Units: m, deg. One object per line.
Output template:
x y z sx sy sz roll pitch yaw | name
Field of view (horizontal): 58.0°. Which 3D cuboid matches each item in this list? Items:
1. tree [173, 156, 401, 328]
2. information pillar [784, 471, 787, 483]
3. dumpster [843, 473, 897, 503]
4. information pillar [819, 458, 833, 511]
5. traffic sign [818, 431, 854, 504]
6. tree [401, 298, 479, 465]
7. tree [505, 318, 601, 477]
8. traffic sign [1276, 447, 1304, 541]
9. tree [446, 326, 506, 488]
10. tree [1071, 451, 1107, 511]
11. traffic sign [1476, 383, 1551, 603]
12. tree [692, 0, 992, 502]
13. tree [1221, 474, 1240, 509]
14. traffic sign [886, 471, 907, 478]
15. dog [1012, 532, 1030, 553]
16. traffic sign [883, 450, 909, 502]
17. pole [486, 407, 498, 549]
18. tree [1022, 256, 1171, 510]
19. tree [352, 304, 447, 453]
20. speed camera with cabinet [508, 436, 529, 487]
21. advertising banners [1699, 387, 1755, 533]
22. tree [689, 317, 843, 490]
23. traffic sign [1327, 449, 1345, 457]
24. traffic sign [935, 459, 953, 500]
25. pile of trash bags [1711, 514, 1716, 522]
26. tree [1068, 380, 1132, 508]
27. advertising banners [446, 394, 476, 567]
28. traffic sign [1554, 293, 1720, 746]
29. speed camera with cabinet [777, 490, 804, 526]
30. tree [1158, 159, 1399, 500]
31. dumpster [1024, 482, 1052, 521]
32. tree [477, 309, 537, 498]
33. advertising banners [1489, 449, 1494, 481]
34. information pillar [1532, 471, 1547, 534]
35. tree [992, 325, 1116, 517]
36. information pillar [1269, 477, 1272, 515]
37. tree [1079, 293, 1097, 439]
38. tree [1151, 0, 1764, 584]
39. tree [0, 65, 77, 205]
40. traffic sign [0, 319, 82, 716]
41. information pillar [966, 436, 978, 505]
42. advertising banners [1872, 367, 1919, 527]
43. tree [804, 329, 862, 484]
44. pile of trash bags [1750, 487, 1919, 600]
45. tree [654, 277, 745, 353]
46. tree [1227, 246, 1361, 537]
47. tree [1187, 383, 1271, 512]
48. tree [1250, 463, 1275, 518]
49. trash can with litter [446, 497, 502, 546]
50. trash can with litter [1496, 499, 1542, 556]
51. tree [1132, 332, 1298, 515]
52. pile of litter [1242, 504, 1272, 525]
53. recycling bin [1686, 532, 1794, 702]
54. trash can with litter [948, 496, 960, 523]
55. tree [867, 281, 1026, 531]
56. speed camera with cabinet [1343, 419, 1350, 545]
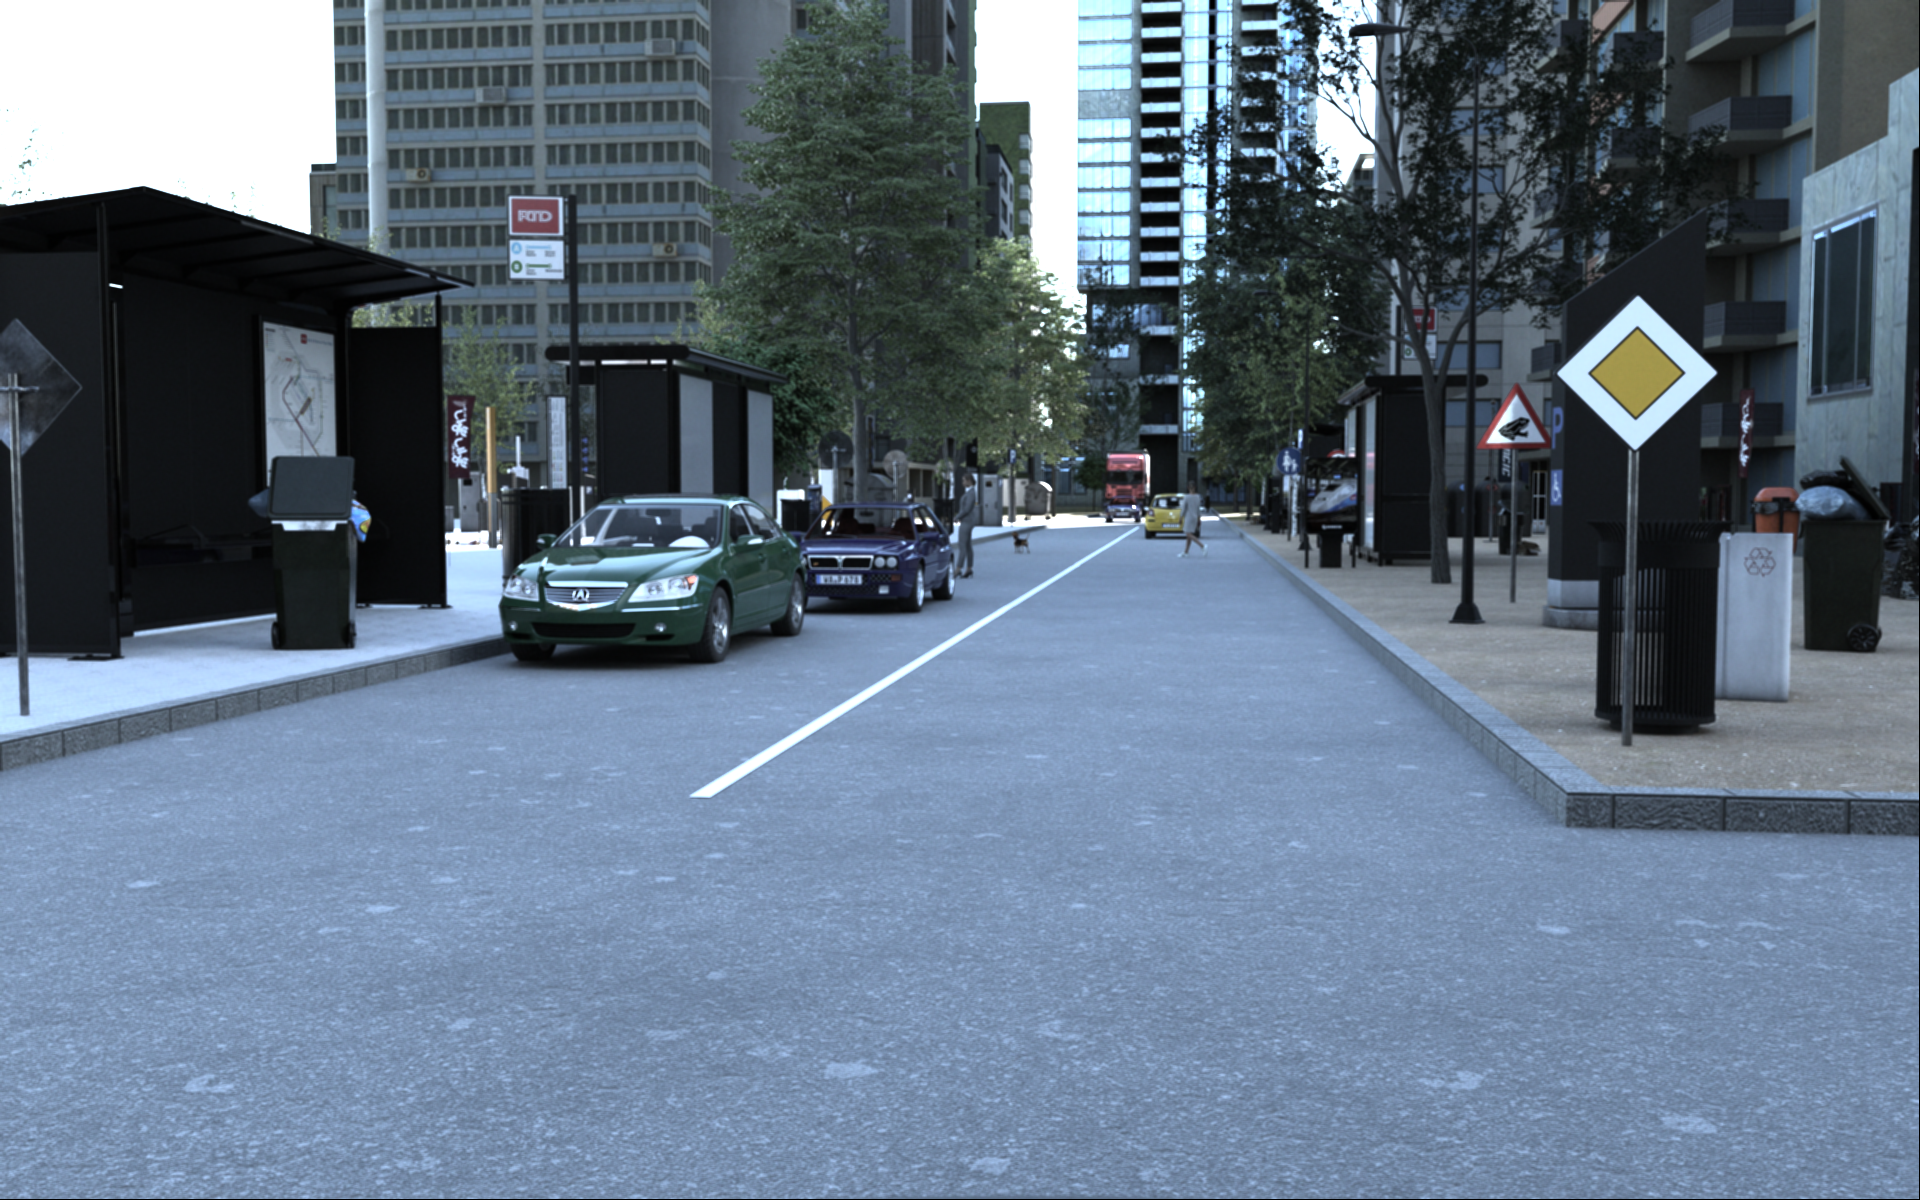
-15.911 -5.401 38.675 4.737 8.622 4.395 0 3 0 | tree
-8.495 -5.686 84.321 0.183 3.616 0.504 -1 4 -13 | information pillar
-2.538 -2.615 48.509 1.264 1.857 1.865 0 4 8 | dumpster
-4.525 -4.112 58.579 0.504 3.616 0.183 -2 4 -33 | information pillar
-2.501 -2.120 34.766 0.768 2.556 0.104 1 4 13 | traffic sign
-16.285 -5.909 46.976 4.737 8.622 4.395 0 3 0 | tree
-16.063 -7.512 73.182 4.360 8.622 3.978 0 3 0 | tree
8.987 -2.881 47.204 0.768 2.556 0.104 0 4 8 | traffic sign
-21.825 -7.621 74.961 4.360 8.622 3.978 0 3 0 | tree
10.009 -8.849 128.398 4.285 4.588 4.351 0 3 0 | tree
6.536 -1.248 20.415 0.884 2.594 0.081 1 4 14 | traffic sign
-2.689 -7.469 40.246 7.486 12.596 7.792 0 3 0 | tree
23.135 -9.434 148.849 1.663 3.219 1.824 0 3 0 | tree
-2.073 -3.421 56.033 0.768 2.556 0.104 1 4 11 | traffic sign
1.473 -1.394 42.077 0.540 0.507 0.406 1 4 16 | dog
-1.861 -3.051 49.986 0.768 2.556 0.104 1 4 15 | traffic sign
-10.986 -2.862 40.640 0.158 3.312 0.155 0 3 0 | pole
10.849 -17.411 140.555 12.611 20.169 13.585 0 3 0 | tree
-19.991 -6.516 56.905 4.360 8.622 3.978 0 3 0 | tree
-14.504 -3.995 59.656 2.038 3.252 0.660 -1 4 -19 | speed camera with cabinet
13.021 -2.038 29.515 0.090 3.025 2.074 0 4 0 | advertising banners
-3.873 -2.961 32.129 4.285 4.588 4.351 0 3 0 | tree
10.829 -3.027 49.601 0.768 2.556 0.104 1 4 15 | traffic sign
-0.555 -3.841 62.904 0.768 2.556 0.104 1 4 13 | traffic sign
14.188 -1.496 34.219 1.912 1.369 3.447 2 4 32 | pile of trash bags
13.151 -14.107 156.410 9.928 11.665 9.643 0 3 0 | tree
-9.435 -2.079 30.186 2.074 3.025 0.090 -2 4 -33 | advertising banners
3.398 -0.314 8.770 0.795 2.450 0.064 0 4 8 | traffic sign
-7.412 -4.673 70.740 2.038 3.252 0.660 1 4 15 | speed camera with cabinet
12.597 -9.862 67.896 9.857 13.997 8.962 0 3 0 | tree
3.767 -4.788 84.046 1.264 1.857 1.865 0 4 8 | dumpster
-18.369 -7.120 66.778 4.737 8.622 4.395 0 3 0 | tree
16.800 -3.630 55.540 0.090 3.025 2.074 3 4 36 | advertising banners
18.631 -3.131 55.688 0.304 2.012 0.304 -1 4 -13 | information pillar
4.911 -9.858 95.585 7.601 10.594 8.767 -3 4 -38 | tree
13.454 -4.310 74.961 0.304 2.012 0.304 0 4 0 | information pillar
2.584 -9.704 76.794 7.486 12.596 7.792 0 3 0 | tree
6.984 -5.536 24.923 8.767 10.594 7.601 0 4 7 | tree
-16.733 -4.801 28.856 4.360 8.622 3.978 0 3 0 | tree
-5.415 -0.387 9.969 0.795 2.450 0.064 0 4 8 | traffic sign
0.485 -4.796 69.766 0.504 3.616 0.183 -1 4 -8 | information pillar
12.740 -1.684 23.714 2.074 3.025 0.090 -2 4 -31 | advertising banners
-6.245 -7.689 76.084 4.737 8.622 4.395 0 3 0 | tree
11.751 -0.728 21.658 3.447 1.369 1.912 1 4 15 | pile of trash bags
-8.450 -6.550 57.449 4.737 8.622 4.395 0 3 0 | tree
10.105 -6.232 52.262 4.737 8.622 4.395 0 3 0 | tree
19.967 -12.515 122.747 7.486 12.596 7.792 0 3 0 | tree
16.267 -5.984 92.437 1.663 3.219 1.824 0 3 0 | tree
-12.275 -2.005 43.847 2.233 1.210 1.678 0 4 0 | trash can with litter
11.799 -1.533 36.457 0.624 1.170 1.055 -2 4 -28 | trash can with litter
17.448 -10.963 105.005 9.928 11.665 9.643 0 3 0 | tree
12.704 -3.609 72.978 1.719 0.858 1.176 0 4 7 | pile of litter
4.918 0.090 11.086 0.722 1.027 0.722 2 4 26 | recycling bin
-0.286 -3.981 76.145 1.678 1.210 2.233 -2 4 -30 | trash can with litter
-0.103 -6.678 59.553 4.737 8.622 4.395 0 3 0 | tree
10.223 -3.081 44.714 0.660 3.252 2.038 0 4 8 | speed camera with cabinet
